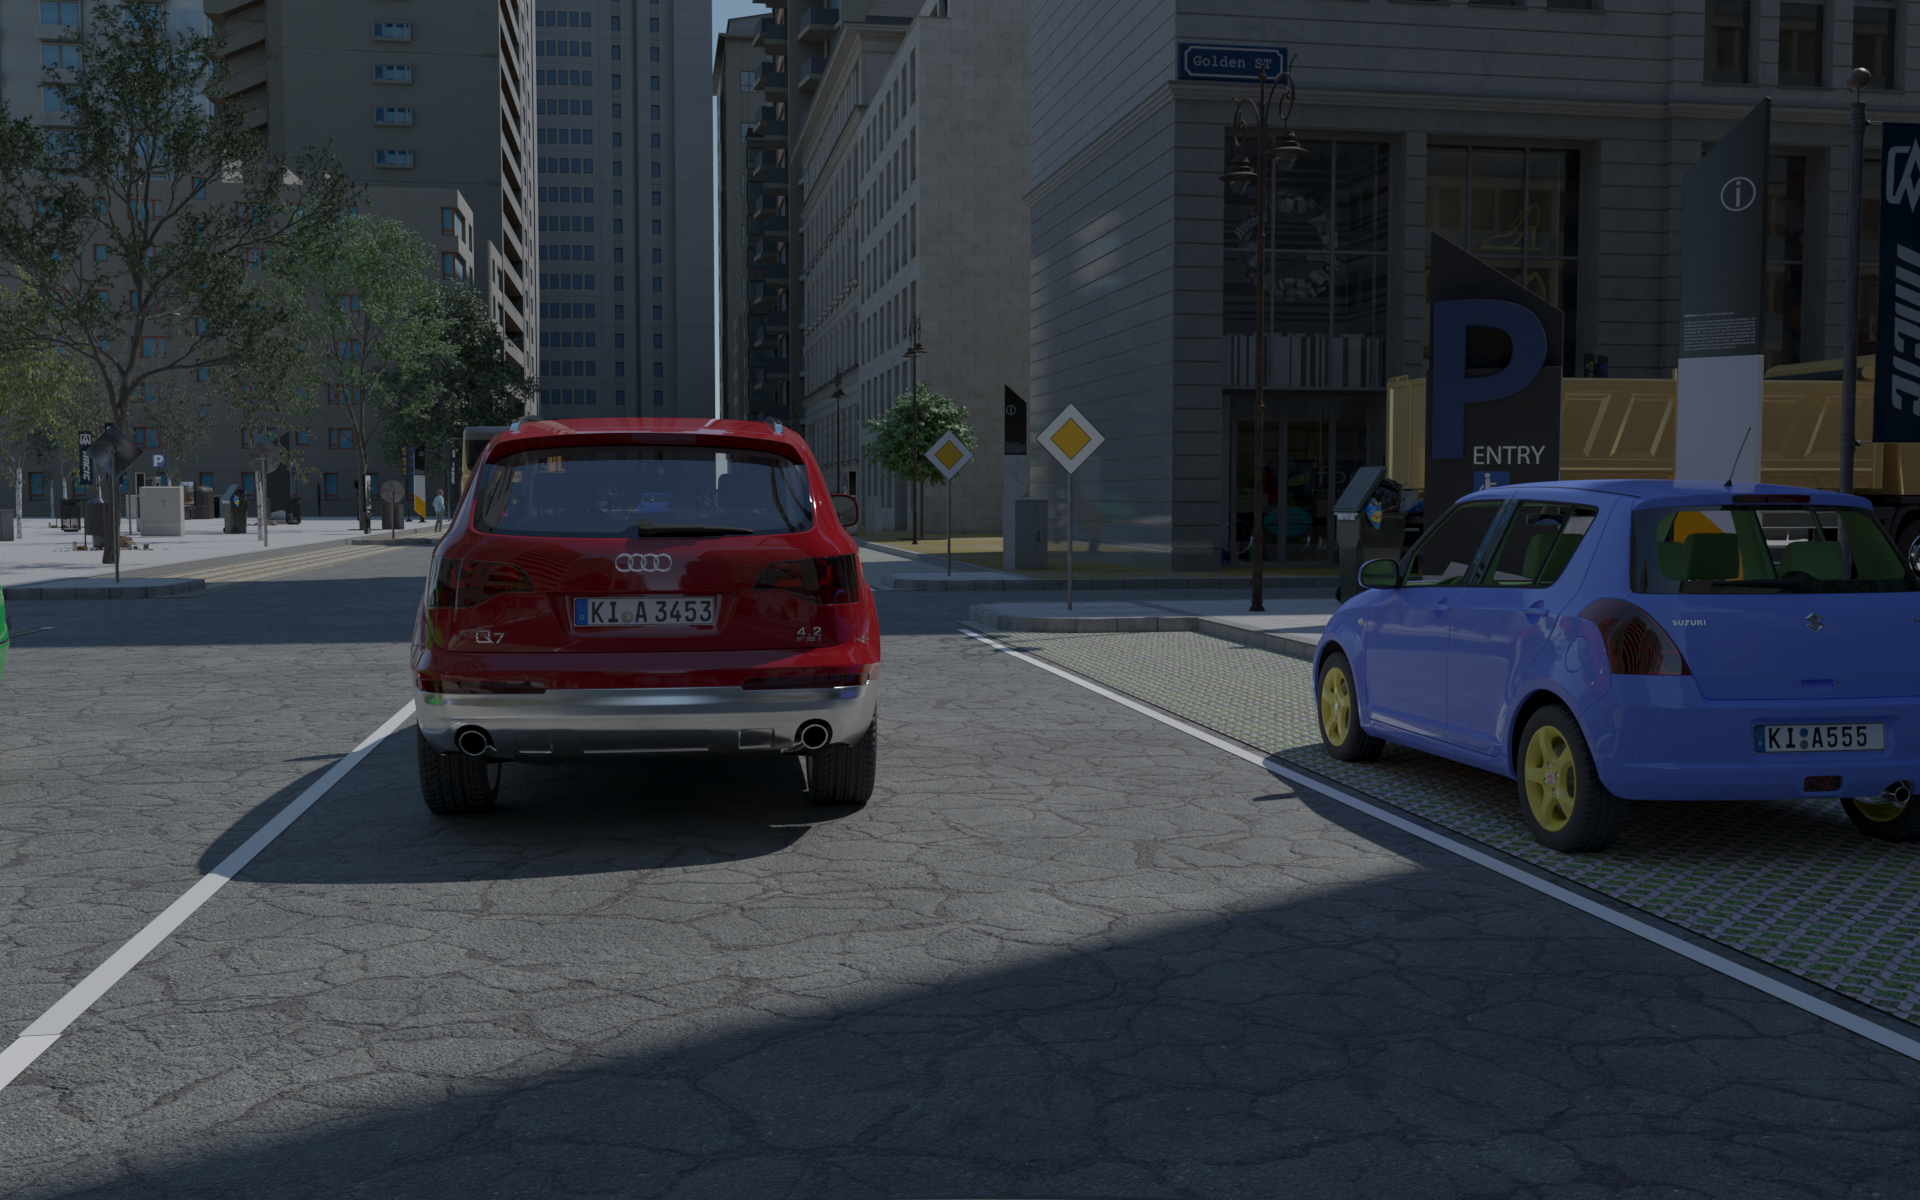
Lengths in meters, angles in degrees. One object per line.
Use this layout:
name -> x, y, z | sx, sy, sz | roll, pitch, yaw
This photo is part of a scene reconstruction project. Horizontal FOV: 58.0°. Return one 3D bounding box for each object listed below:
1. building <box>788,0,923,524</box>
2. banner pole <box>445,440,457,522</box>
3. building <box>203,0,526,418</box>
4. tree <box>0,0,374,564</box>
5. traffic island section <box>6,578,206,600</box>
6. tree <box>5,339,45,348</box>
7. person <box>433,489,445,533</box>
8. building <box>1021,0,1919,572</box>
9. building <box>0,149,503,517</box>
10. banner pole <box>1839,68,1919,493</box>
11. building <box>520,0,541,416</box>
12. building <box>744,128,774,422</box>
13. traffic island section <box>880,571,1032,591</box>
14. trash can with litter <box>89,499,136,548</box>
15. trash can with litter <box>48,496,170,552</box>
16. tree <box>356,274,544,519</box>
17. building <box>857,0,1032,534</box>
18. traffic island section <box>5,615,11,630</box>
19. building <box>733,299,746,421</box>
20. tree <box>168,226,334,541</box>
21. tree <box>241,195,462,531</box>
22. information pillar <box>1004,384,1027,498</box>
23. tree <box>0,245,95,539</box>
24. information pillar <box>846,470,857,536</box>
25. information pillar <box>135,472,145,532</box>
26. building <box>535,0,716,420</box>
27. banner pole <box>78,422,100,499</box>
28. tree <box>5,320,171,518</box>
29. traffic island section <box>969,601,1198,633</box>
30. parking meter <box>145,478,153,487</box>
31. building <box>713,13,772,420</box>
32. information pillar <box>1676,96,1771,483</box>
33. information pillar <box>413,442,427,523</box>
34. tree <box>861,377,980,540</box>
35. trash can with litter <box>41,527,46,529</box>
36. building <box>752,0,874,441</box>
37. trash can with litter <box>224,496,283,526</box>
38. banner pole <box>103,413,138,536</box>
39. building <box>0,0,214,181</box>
building -> 0.553, -15.575, 87.939 | 16.112, 22.955, 30.059 | -1, 4, -10
banner pole -> -23.799, -5.565, 81.009 | 0.401, 3.779, 0.863 | 1, 4, 17
building -> -45.824, -31.276, 135.065 | 21.300, 48.544, 21.600 | -1, 4, -10
tree -> -15.307, -5.929, 31.356 | 7.601, 10.594, 8.767 | 2, 4, 25
traffic island section -> -12.161, -0.163, 24.952 | 2.009, 0.180, 2.903 | -1, 4, -10
tree -> -42.867, -7.691, 76.110 | 4.360, 8.622, 3.978 | 0, 3, 0
person -> -19.250, -3.291, 64.115 | 0.330, 1.601, 0.589 | -3, 5, -44
building -> 17.044, -15.778, 35.459 | 29.804, 29.767, 11.434 | -1, 4, -10
building -> -44.551, -16.222, 110.262 | 27.650, 21.520, 28.899 | -1, 4, -10
banner pole -> 5.514, -1.243, 10.333 | 0.863, 3.779, 0.401 | -1, 4, -9
building -> -50.112, -44.123, 159.663 | 20.611, 71.187, 20.563 | -1, 4, -10
building -> -10.518, -22.572, 140.749 | 14.160, 30.474, 14.107 | -1, 4, -10
traffic island section -> -0.154, -0.292, 27.061 | 2.009, 0.180, 2.903 | -1, 4, -10
trash can with litter -> -20.348, -1.848, 41.600 | 1.055, 1.170, 0.624 | 0, 4, 5
trash can with litter -> -19.234, -1.731, 39.367 | 2.233, 1.210, 1.678 | -1, 4, -11
tree -> -26.670, -10.638, 90.938 | 9.611, 12.733, 9.660 | 0, 3, 0
building -> 2.355, -12.832, 64.559 | 10.420, 20.320, 16.860 | -1, 4, -10
traffic island section -> -10.772, 0.318, 17.089 | 2.009, 0.180, 2.903 | -1, 4, -10
building -> -6.780, -19.484, 163.597 | 27.650, 21.520, 28.899 | -1, 4, -10
tree -> -19.241, -5.936, 47.424 | 4.360, 8.622, 3.978 | 0, 3, 0
tree -> -21.125, -8.261, 60.821 | 9.928, 11.665, 9.643 | 0, 3, 0
information pillar -> 1.164, -2.778, 36.778 | 0.504, 3.616, 0.183 | 0, 4, 2
tree -> -26.971, -6.067, 49.554 | 4.737, 8.622, 4.395 | 0, 3, 0
information pillar -> -3.336, -2.994, 53.436 | 0.304, 2.012, 0.304 | -1, 4, -12
information pillar -> -27.814, -3.322, 58.803 | 0.304, 2.012, 0.304 | -2, 4, -27
building -> -41.673, -39.718, 191.391 | 28.212, 58.520, 21.231 | -1, 4, -10
banner pole -> -30.297, -4.304, 60.395 | 0.401, 3.779, 0.863 | 3, 4, 37
tree -> -34.527, -7.257, 69.013 | 4.360, 8.622, 3.978 | 0, 3, 0
traffic island section -> 1.235, 0.189, 19.197 | 2.009, 0.180, 2.903 | -1, 4, -10
parking meter -> -29.415, -3.481, 62.625 | 0.255, 1.863, 0.399 | 3, 4, 39
building -> -14.419, -37.388, 200.526 | 27.495, 52.752, 28.713 | -1, 4, -10
information pillar -> 4.607, -1.169, 10.470 | 0.504, 3.616, 0.183 | 3, 5, 41
information pillar -> -24.075, -5.250, 77.186 | 0.504, 3.616, 0.183 | -3, 5, -40
tree -> -0.995, -3.978, 48.758 | 4.285, 4.588, 4.351 | 0, 3, 0
trash can with litter -> -33.406, -3.315, 65.253 | 2.233, 1.210, 1.678 | -1, 4, -9
building -> -2.731, -28.397, 118.910 | 22.147, 44.769, 28.867 | -1, 4, -10
trash can with litter -> -28.701, -3.628, 70.381 | 2.233, 1.210, 1.678 | -1, 4, -23
banner pole -> -25.883, -3.876, 53.396 | 0.863, 3.779, 0.401 | -2, 4, -28
building -> -75.619, -32.643, 153.315 | 30.456, 49.044, 23.786 | -1, 4, -10
